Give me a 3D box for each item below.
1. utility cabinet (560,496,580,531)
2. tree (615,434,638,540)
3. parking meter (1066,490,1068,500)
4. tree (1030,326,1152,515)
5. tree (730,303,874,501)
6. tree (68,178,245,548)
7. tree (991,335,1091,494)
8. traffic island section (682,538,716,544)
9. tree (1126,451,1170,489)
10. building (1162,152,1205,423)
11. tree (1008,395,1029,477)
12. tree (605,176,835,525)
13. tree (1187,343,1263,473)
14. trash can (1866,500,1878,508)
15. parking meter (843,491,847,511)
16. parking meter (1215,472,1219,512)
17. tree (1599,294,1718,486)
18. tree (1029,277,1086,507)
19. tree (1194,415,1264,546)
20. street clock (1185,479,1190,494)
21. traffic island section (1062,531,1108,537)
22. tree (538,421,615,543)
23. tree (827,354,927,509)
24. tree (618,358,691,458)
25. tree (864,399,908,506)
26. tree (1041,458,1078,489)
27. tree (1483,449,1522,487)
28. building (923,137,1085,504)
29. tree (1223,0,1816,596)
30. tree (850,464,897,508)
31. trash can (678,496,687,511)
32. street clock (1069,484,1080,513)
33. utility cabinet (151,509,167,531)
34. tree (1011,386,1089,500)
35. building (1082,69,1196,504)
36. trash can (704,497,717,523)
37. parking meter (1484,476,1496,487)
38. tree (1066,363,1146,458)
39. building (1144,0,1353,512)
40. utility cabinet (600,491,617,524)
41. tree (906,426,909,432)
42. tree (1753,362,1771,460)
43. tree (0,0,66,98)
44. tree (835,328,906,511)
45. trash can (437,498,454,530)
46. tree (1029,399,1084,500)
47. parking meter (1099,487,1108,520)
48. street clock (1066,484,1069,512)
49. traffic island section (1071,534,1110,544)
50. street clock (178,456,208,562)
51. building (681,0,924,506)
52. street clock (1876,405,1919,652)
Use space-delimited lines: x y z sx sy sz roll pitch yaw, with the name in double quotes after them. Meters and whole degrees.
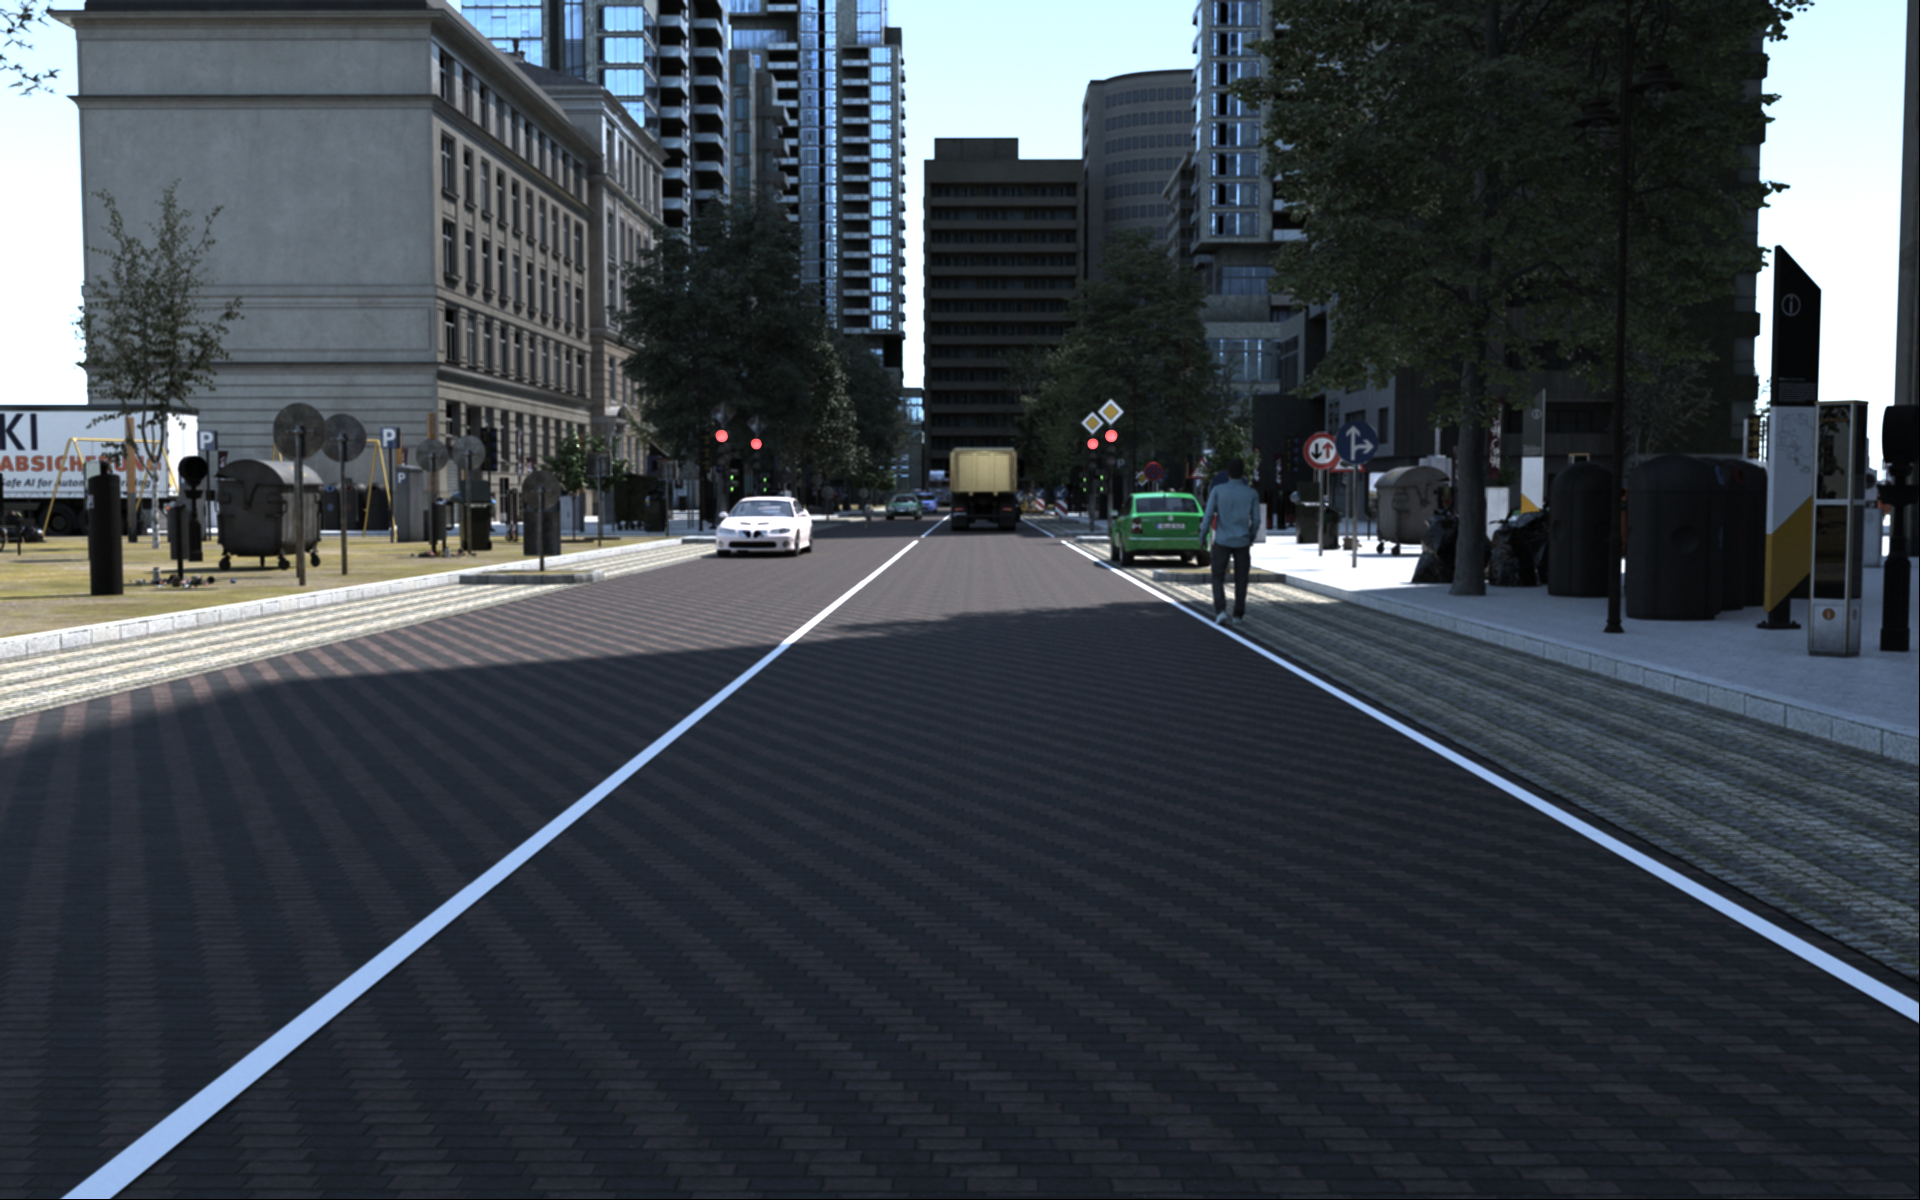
-13.826 -3.070 61.355 0.306 1.237 1.020 -3 4 -38 "utility cabinet"
-10.232 -3.325 48.965 1.663 3.219 1.824 0 3 0 "tree"
8.205 -7.730 132.096 0.255 1.863 0.399 1 4 9 "parking meter"
8.154 -11.041 106.272 9.928 11.665 9.643 0 3 0 "tree"
-9.812 -11.246 100.876 9.611 12.733 9.660 0 3 0 "tree"
-19.067 -5.536 40.868 4.360 8.622 3.978 0 3 0 "tree"
9.634 -21.322 204.508 12.611 20.169 13.585 0 3 0 "tree"
-6.996 -1.768 51.181 2.009 0.180 2.903 0 4 1 "traffic island section"
14.151 -8.958 130.171 4.285 4.588 4.351 0 3 0 "tree"
35.266 -30.258 186.604 32.217 40.220 23.993 0 4 1 "building"
8.704 -15.631 173.699 7.486 12.596 7.792 0 3 0 "tree"
-9.821 -10.058 71.109 9.857 13.997 8.962 0 3 0 "tree"
12.751 -8.255 85.330 4.737 8.622 4.395 0 3 0 "tree"
48.567 -4.928 92.221 0.748 1.137 0.748 0 3 0 "trash can"
-8.752 -7.548 131.817 0.372 1.533 0.369 0 3 0 "parking meter"
6.857 -2.462 45.959 0.255 1.863 0.399 1 4 13 "parking meter"
25.855 -7.010 64.969 4.360 8.622 3.978 0 3 0 "tree"
7.658 -9.498 73.412 7.486 12.596 7.792 0 3 0 "tree"
6.593 -2.940 42.673 1.663 3.219 1.824 0 3 0 "tree"
10.675 -4.717 81.694 0.358 2.002 0.471 0 4 1 "street clock"
4.520 -2.249 59.054 2.009 0.180 2.903 0 4 1 "traffic island section"
-10.409 -3.145 46.027 1.663 3.219 1.824 0 3 0 "tree"
-8.449 -14.699 150.694 12.009 13.543 11.850 0 3 0 "tree"
-15.752 -8.673 92.163 4.737 8.622 4.395 0 3 0 "tree"
-9.001 -15.488 178.986 9.928 11.665 9.643 0 3 0 "tree"
8.195 -9.537 139.640 4.285 4.588 4.351 0 3 0 "tree"
20.364 -4.367 66.008 1.663 3.219 1.824 0 3 0 "tree"
5.835 -37.590 238.290 21.600 48.544 21.300 0 4 1 "building"
6.807 -6.349 21.933 7.486 12.596 7.792 0 3 0 "tree"
-8.937 -10.896 161.866 4.285 4.588 4.351 0 3 0 "tree"
-20.601 -7.155 128.645 0.748 1.137 0.748 0 3 0 "trash can"
7.998 -7.004 119.084 0.471 2.002 0.358 -2 4 -33 "street clock"
-27.212 -3.121 59.711 1.173 1.500 0.318 -3 4 -38 "utility cabinet"
8.280 -13.177 149.861 7.601 10.594 8.767 1 4 23 "tree"
31.247 -42.561 237.873 28.212 58.520 21.231 0 4 1 "building"
-11.023 -4.014 77.287 0.748 1.137 0.748 0 3 0 "trash can"
15.702 -2.791 51.351 0.255 1.863 0.399 0 4 -4 "parking meter"
8.035 -8.877 95.499 4.360 8.622 3.978 0 3 0 "tree"
29.641 -51.667 157.419 22.319 86.520 31.000 0 4 1 "building"
-14.943 -3.963 73.471 0.318 1.500 1.173 1 4 15 "utility cabinet"
-8.870 -13.902 133.960 9.857 13.997 8.962 0 3 0 "tree"
34.523 -7.767 77.353 4.737 8.622 4.395 0 3 0 "tree"
-9.346 -6.149 10.912 12.009 13.543 11.850 0 3 0 "tree"
-9.457 -12.902 117.597 9.857 13.997 8.962 0 3 0 "tree"
-18.282 -3.047 61.479 0.748 1.137 0.748 0 3 0 "trash can"
7.369 -10.785 126.698 4.737 8.622 4.395 0 3 0 "tree"
7.125 -4.917 86.104 0.399 1.863 0.255 3 5 45 "parking meter"
7.682 -7.123 121.027 0.471 2.002 0.358 -1 4 -8 "street clock"
4.445 -1.761 51.069 2.009 0.180 2.903 0 4 1 "traffic island section"
-14.555 -1.734 32.919 0.358 2.002 0.471 3 5 39 "street clock"
-20.457 -56.599 238.072 31.000 86.520 22.319 0 4 1 "building"
7.658 -0.585 14.130 0.358 2.002 0.471 3 4 37 "street clock"
